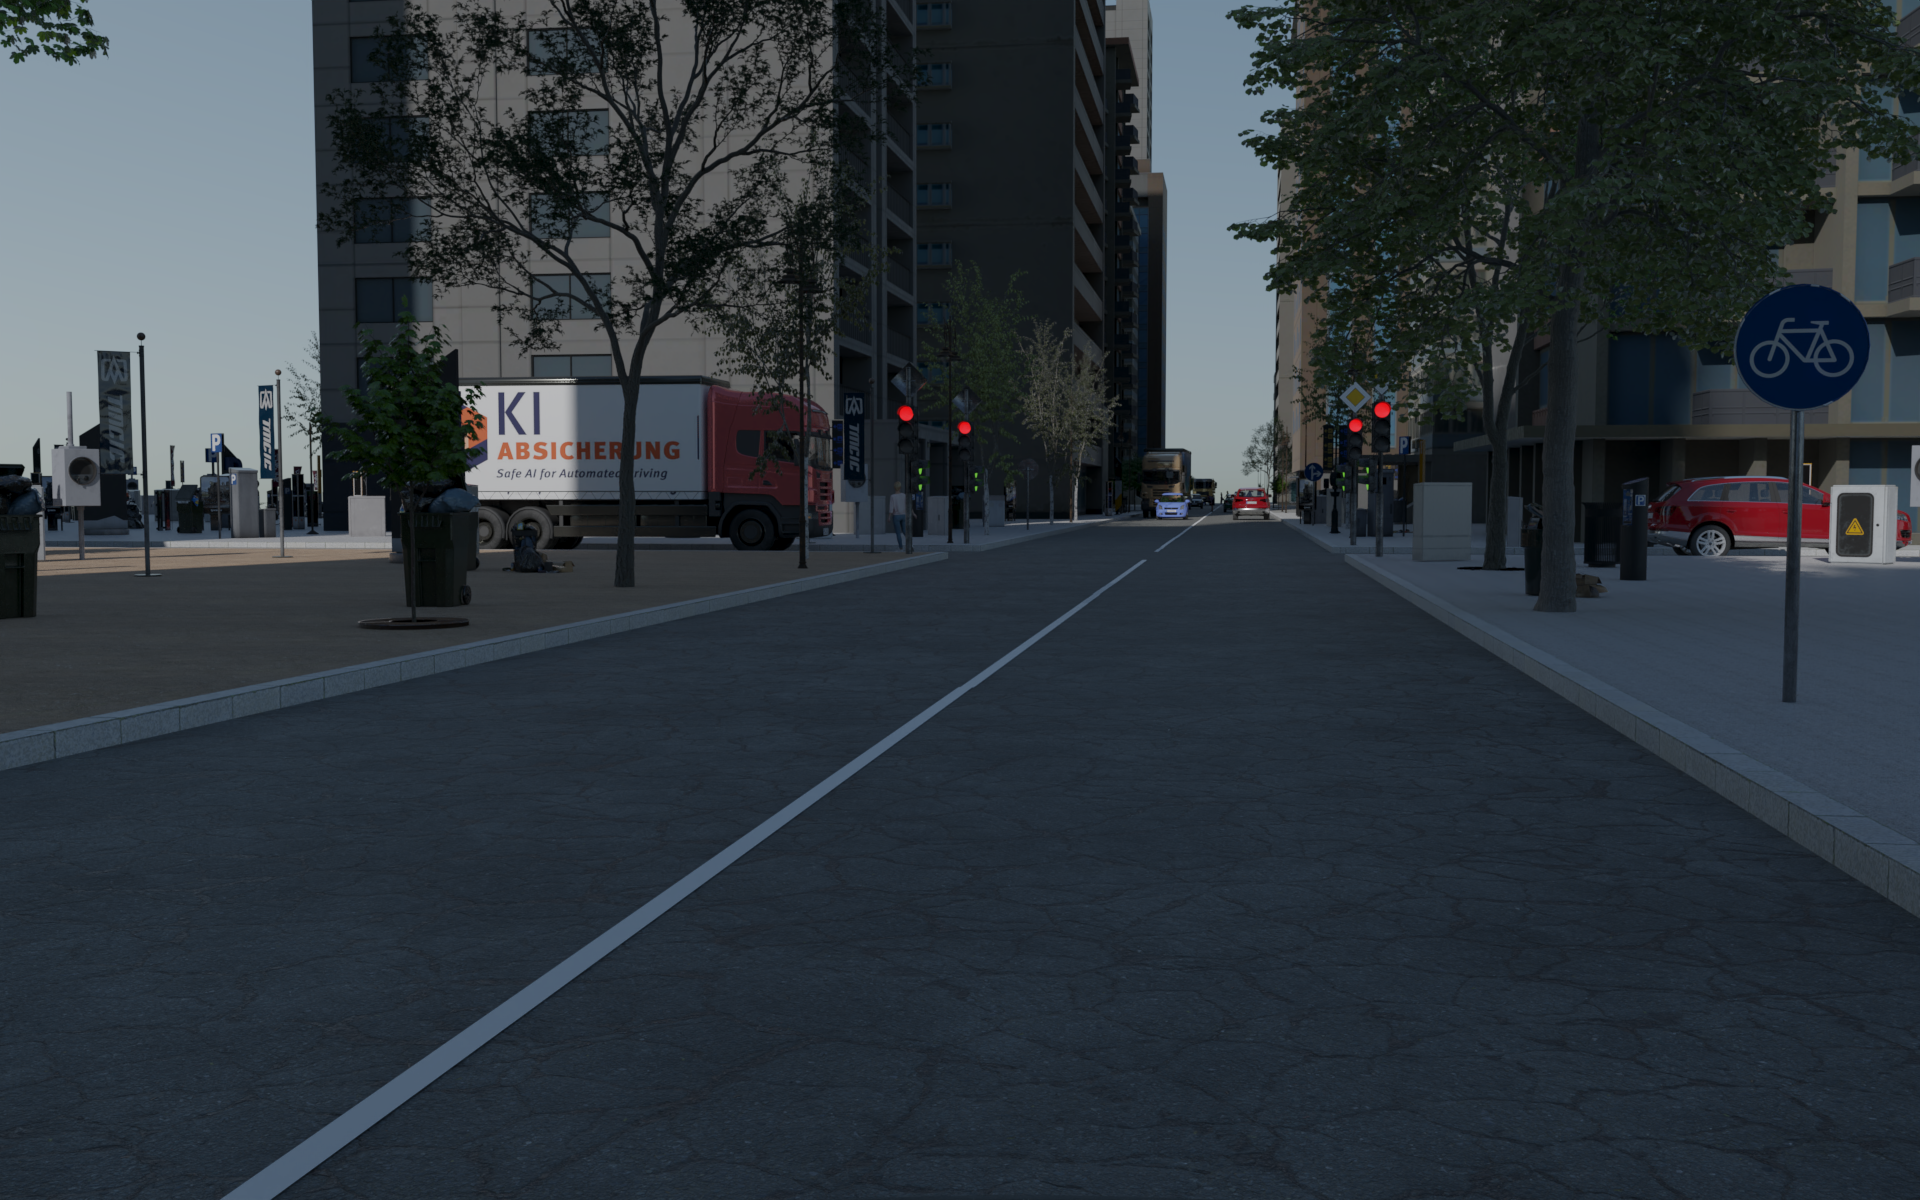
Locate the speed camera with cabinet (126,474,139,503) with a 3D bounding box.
[{"bbox_3d":[-49.046,-6.525,101.017,2.038,3.252,0.660,-2,4,-28],"label":"speed camera with cabinet"}]

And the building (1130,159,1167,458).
[{"bbox_3d":[20.871,-35.826,235.862,14.600,45.320,14.200,1,4,9],"label":"building"}]

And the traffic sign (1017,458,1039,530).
[{"bbox_3d":[2.420,-3.774,61.805,0.768,2.556,0.104,1,4,11],"label":"traffic sign"}]

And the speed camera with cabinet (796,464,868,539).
[{"bbox_3d":[-3.696,-3.388,49.730,2.038,3.252,0.660,-1,4,-20],"label":"speed camera with cabinet"}]

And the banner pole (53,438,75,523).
[{"bbox_3d":[-39.854,-5.320,76.991,0.401,3.779,0.863,2,4,30],"label":"banner pole"}]

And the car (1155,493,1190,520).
[{"bbox_3d":[11.874,-5.335,96.811,1.945,1.707,3.694,1,4,9],"label":"car"}]

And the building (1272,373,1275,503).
[{"bbox_3d":[57.293,-24.014,237.668,27.650,21.520,28.899,1,4,9],"label":"building"}]

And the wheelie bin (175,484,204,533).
[{"bbox_3d":[-25.151,-2.975,56.547,0.980,1.594,0.693,1,4,18],"label":"wheelie bin"}]

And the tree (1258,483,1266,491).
[{"bbox_3d":[47.079,-16.967,272.007,1.663,3.219,1.824,0,3,0],"label":"tree"}]

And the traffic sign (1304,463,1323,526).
[{"bbox_3d":[14.323,-4.286,70.175,0.768,2.556,0.104,1,4,9],"label":"traffic sign"}]

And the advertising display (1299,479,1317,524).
[{"bbox_3d":[14.749,-4.175,73.476,0.123,1.923,0.974,-2,4,-32],"label":"advertising display"}]

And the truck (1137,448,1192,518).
[{"bbox_3d":[12.888,-7.292,108.129,2.839,4.237,11.283,1,4,11],"label":"truck"}]

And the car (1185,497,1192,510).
[{"bbox_3d":[20.357,-8.958,159.037,1.945,1.354,3.894,0,4,8],"label":"car"}]

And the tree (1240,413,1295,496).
[{"bbox_3d":[35.814,-16.239,199.918,7.601,10.594,8.767,1,4,23],"label":"tree"}]

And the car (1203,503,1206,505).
[{"bbox_3d":[31.870,-13.478,229.951,1.945,1.707,3.694,0,4,8],"label":"car"}]

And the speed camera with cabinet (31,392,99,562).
[{"bbox_3d":[-17.467,-2.356,32.856,0.660,3.252,2.038,3,4,38],"label":"speed camera with cabinet"}]

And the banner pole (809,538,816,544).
[{"bbox_3d":[-4.012,-3.376,45.220,0.401,3.779,0.863,-1,4,-15],"label":"banner pole"}]

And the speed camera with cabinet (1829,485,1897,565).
[{"bbox_3d":[16.949,-2.266,31.388,0.660,3.252,2.038,-3,5,-42],"label":"speed camera with cabinet"}]

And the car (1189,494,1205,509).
[{"bbox_3d":[22.957,-9.782,169.720,2.009,1.686,4.222,0,4,7],"label":"car"}]

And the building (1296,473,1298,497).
[{"bbox_3d":[37.225,-28.783,154.193,14.154,41.232,14.086,1,4,9],"label":"building"}]

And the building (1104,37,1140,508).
[{"bbox_3d":[5.620,-31.278,166.015,22.147,44.769,28.867,1,4,9],"label":"building"}]

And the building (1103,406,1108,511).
[{"bbox_3d":[0.969,-50.309,135.225,22.319,86.520,31.000,1,4,9],"label":"building"}]

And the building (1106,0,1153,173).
[{"bbox_3d":[19.796,-49.902,254.145,20.563,71.187,20.611,1,4,9],"label":"building"}]

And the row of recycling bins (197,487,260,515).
[{"bbox_3d":[-41.512,-5.569,98.169,3.534,1.692,1.069,-3,5,-42],"label":"row of recycling bins"}]

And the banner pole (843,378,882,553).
[{"bbox_3d":[-2.130,-2.905,37.511,0.863,3.779,0.401,1,4,8],"label":"banner pole"}]

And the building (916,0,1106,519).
[{"bbox_3d":[-3.162,-29.062,98.864,21.300,48.544,21.600,1,4,9],"label":"building"}]

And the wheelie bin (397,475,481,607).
[{"bbox_3d":[-5.982,-0.728,19.817,0.980,1.594,0.693,0,4,4],"label":"wheelie bin"}]

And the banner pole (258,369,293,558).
[{"bbox_3d":[-13.867,-2.748,34.950,0.863,3.779,0.401,2,4,31],"label":"banner pole"}]

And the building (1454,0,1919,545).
[{"bbox_3d":[30.135,-24.224,50.689,28.867,44.769,22.147,1,4,9],"label":"building"}]

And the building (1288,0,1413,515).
[{"bbox_3d":[27.813,-27.884,106.019,14.600,45.320,14.200,1,4,9],"label":"building"}]

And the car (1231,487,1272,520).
[{"bbox_3d":[16.236,-5.375,96.554,2.281,1.827,5.304,1,4,9],"label":"car"}]

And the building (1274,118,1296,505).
[{"bbox_3d":[49.732,-35.987,212.091,21.300,48.544,21.600,1,4,9],"label":"building"}]

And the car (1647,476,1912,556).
[{"bbox_3d":[17.481,-1.742,37.156,5.304,1.827,2.281,1,4,11],"label":"car"}]

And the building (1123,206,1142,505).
[{"bbox_3d":[9.670,-32.172,217.894,32.217,40.220,23.993,1,4,9],"label":"building"}]

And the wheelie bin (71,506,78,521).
[{"bbox_3d":[-42.621,-4.640,83.772,0.693,1.594,0.980,-3,5,-43],"label":"wheelie bin"}]

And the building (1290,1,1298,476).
[{"bbox_3d":[47.816,-35.749,173.727,28.713,52.752,27.495,1,4,9],"label":"building"}]

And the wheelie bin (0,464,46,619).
[{"bbox_3d":[-9.939,-0.613,17.933,0.693,1.594,0.980,2,4,27],"label":"wheelie bin"}]

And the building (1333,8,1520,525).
[{"bbox_3d":[33.603,-23.608,77.865,32.217,40.220,23.993,1,4,9],"label":"building"}]

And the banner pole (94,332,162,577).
[{"bbox_3d":[-12.859,-2.248,26.775,0.863,3.779,0.401,-2,4,-35],"label":"banner pole"}]

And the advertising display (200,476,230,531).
[{"bbox_3d":[-26.173,-3.405,60.882,0.974,1.923,0.123,-2,4,-28],"label":"advertising display"}]

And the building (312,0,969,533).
[{"bbox_3d":[-10.405,-38.416,66.360,20.563,71.187,20.611,1,4,9],"label":"building"}]

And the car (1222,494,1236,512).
[{"bbox_3d":[21.762,-7.657,136.993,2.131,1.459,4.920,1,4,9],"label":"car"}]

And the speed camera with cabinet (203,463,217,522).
[{"bbox_3d":[-34.167,-5.172,78.893,0.660,3.252,2.038,-1,4,-22],"label":"speed camera with cabinet"}]

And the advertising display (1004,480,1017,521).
[{"bbox_3d":[2.363,-4.679,81.715,0.123,1.923,0.974,2,4,33],"label":"advertising display"}]

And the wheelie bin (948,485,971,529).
[{"bbox_3d":[-0.032,-3.400,63.494,0.980,1.594,0.693,2,4,35],"label":"wheelie bin"}]

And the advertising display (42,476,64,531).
[{"bbox_3d":[-31.779,-3.388,60.612,0.974,1.923,0.123,1,4,21],"label":"advertising display"}]

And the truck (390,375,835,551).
[{"bbox_3d":[-8.122,-3.266,42.316,11.283,4.237,2.839,1,4,9],"label":"truck"}]

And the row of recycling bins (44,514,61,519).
[{"bbox_3d":[-46.338,-5.051,89.701,1.069,1.692,3.534,3,5,41],"label":"row of recycling bins"}]

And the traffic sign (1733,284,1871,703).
[{"bbox_3d":[5.116,-0.642,10.606,0.768,2.556,0.104,1,4,13],"label":"traffic sign"}]

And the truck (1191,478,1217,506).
[{"bbox_3d":[30.511,-13.497,216.600,3.469,3.379,9.791,1,4,10],"label":"truck"}]
